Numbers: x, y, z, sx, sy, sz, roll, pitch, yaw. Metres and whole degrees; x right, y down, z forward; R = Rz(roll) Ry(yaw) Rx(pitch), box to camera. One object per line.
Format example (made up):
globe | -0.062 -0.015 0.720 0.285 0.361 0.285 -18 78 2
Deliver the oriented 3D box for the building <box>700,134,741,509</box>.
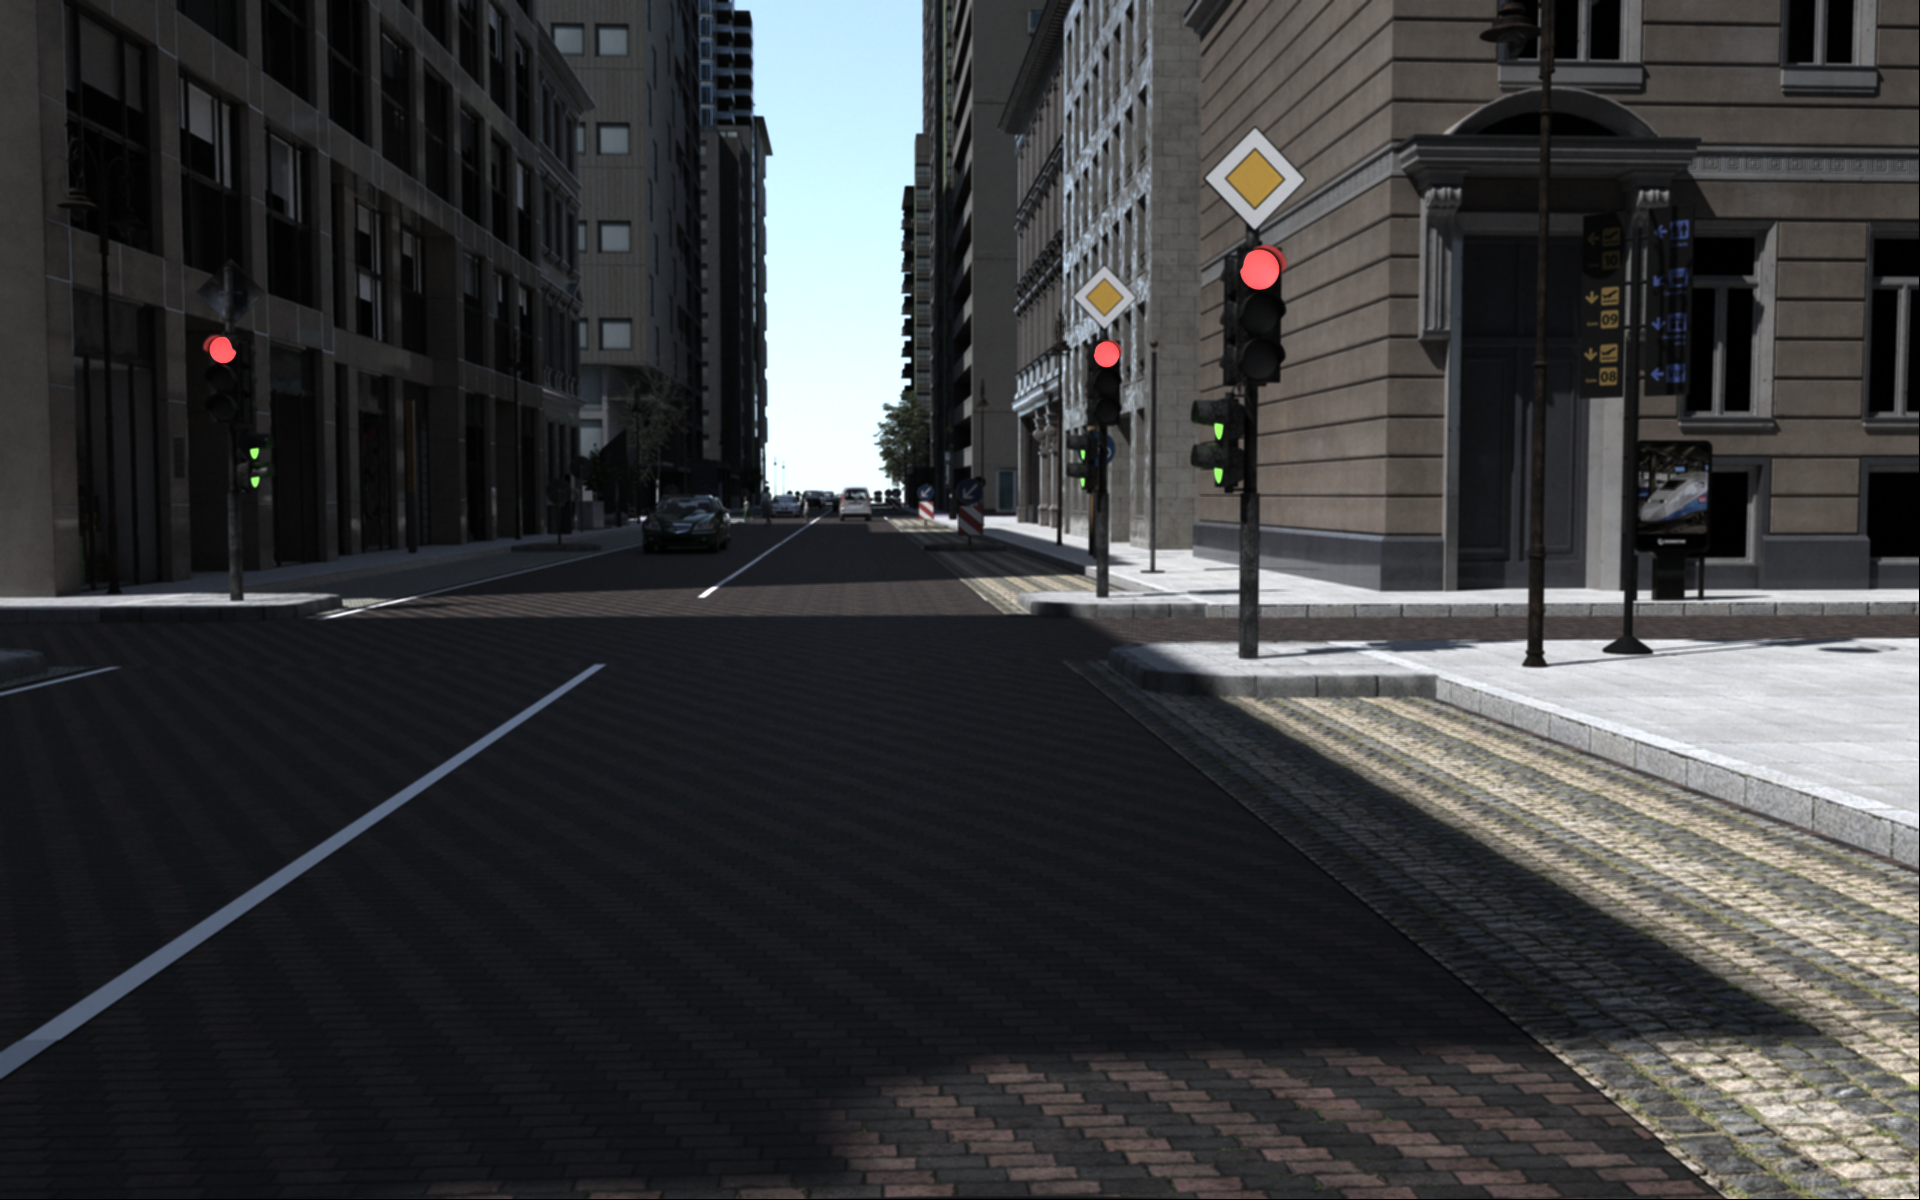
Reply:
building | -36.456 -28.330 155.080 32.217 40.220 23.993 0 4 -3

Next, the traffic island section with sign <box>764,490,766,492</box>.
traffic island section with sign | -16.361 -8.425 146.371 1.989 1.847 2.006 0 4 -3

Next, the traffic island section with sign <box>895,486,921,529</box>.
traffic island section with sign | -1.529 -3.799 70.736 1.989 1.847 2.006 0 4 -3

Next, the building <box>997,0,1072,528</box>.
building | 7.045 -13.797 76.492 10.553 20.767 40.483 0 4 -3

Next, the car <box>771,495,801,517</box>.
car | -10.922 -5.839 107.823 2.083 1.381 4.827 0 4 -5

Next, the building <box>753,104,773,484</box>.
building | -40.425 -39.634 237.248 28.713 52.752 27.495 0 4 -3

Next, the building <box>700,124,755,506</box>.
building | -29.626 -30.750 186.362 14.154 41.232 14.086 0 4 -3

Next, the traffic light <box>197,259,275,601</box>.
traffic light | -8.691 -1.946 20.739 0.839 4.253 0.868 0 4 -3

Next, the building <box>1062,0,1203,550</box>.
building | 9.031 -11.817 47.956 10.420 20.320 16.860 0 4 -3

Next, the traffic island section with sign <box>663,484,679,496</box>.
traffic island section with sign | -11.764 -3.793 70.639 1.989 1.847 2.006 0 4 -3

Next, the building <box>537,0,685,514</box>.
building | -31.744 -31.749 108.342 28.713 52.752 27.495 0 4 -3

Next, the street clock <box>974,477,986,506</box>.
street clock | 0.800 -4.098 71.566 0.471 2.002 0.358 2 4 26

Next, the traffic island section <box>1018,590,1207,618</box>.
traffic island section | 1.791 0.048 21.503 2.009 0.180 2.903 0 4 -3

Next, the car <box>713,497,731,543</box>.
car | -7.599 -2.284 49.706 2.083 1.381 4.827 0 4 -5

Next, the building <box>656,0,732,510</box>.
building | -28.316 -42.433 132.038 20.563 71.187 20.611 0 4 -3

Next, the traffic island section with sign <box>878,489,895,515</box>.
traffic island section with sign | -4.526 -6.815 120.058 1.989 1.847 2.006 0 4 -3

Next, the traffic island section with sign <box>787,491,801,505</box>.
traffic island section with sign | -19.697 -11.775 201.149 1.989 1.847 2.006 0 4 -3

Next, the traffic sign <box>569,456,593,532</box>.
traffic sign | -12.663 -3.534 57.890 0.768 2.556 0.104 0 4 -3

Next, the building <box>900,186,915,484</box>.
building | 2.951 -35.911 241.765 22.147 44.769 28.867 0 4 -3

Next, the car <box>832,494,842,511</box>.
car | -9.701 -8.310 144.670 1.959 1.807 4.718 0 4 -2

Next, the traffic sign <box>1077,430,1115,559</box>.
traffic sign | 2.680 -2.090 34.274 0.768 2.556 0.104 0 4 -2

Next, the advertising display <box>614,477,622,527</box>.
advertising display | -13.265 -3.793 67.223 0.123 1.923 0.974 -1 4 -22

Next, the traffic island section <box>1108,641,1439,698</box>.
traffic island section | 2.275 0.535 13.533 2.009 0.180 2.903 0 4 -3

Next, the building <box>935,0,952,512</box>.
building | 4.878 -28.126 143.460 14.154 41.232 14.086 0 4 -3

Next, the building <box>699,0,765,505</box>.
building | -34.534 -54.719 207.328 22.319 86.520 31.000 0 4 -3

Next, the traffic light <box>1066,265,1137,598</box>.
traffic light | 1.750 -1.986 21.387 0.839 4.253 0.868 0 4 -3

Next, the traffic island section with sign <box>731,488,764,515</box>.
traffic island section with sign | -14.704 -6.752 119.029 1.989 1.847 2.006 0 4 -3

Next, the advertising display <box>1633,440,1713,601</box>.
advertising display | 8.543 -0.956 20.840 0.974 1.923 0.123 0 4 -7

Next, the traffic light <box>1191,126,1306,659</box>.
traffic light | 2.235 -1.498 13.416 0.839 4.253 0.868 0 4 -3

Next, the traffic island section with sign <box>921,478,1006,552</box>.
traffic island section with sign | 0.101 -2.153 43.830 1.989 1.847 2.006 0 4 -3

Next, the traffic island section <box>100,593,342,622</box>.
traffic island section | -8.731 0.086 20.871 2.009 0.180 2.903 0 4 -3

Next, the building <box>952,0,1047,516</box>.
building | 10.720 -29.813 111.145 21.300 48.544 21.600 0 4 -3

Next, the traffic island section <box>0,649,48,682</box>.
traffic island section | -8.247 0.574 12.900 2.009 0.180 2.903 0 4 -3

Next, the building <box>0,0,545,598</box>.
building | -21.828 -14.222 37.039 19.350 26.468 34.151 0 4 -3

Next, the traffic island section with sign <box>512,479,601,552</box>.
traffic island section with sign | -10.109 -2.139 43.604 1.989 1.847 2.006 0 4 -3

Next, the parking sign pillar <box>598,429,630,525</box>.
parking sign pillar | -14.380 -5.082 71.559 1.447 3.967 1.447 3 4 37

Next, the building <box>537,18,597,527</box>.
building | -20.940 -13.988 64.861 11.583 22.565 21.152 0 4 -3

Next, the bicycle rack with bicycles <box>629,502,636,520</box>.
bicycle rack with bicycles | -16.862 -4.310 83.850 2.852 0.926 2.925 -1 4 -18

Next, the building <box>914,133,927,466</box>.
building | 1.722 -31.567 199.713 14.154 41.232 14.086 0 4 -3

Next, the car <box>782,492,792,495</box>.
car | -18.409 -10.674 184.303 2.009 1.686 4.222 0 4 -4

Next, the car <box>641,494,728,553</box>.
car | -6.887 -1.951 43.690 2.131 1.459 4.920 0 4 -3

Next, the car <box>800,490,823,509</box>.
car | -14.548 -9.858 169.852 2.281 1.827 5.304 0 4 -4

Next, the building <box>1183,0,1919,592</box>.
building | 14.860 -14.850 28.707 20.117 28.700 13.634 0 4 -3
